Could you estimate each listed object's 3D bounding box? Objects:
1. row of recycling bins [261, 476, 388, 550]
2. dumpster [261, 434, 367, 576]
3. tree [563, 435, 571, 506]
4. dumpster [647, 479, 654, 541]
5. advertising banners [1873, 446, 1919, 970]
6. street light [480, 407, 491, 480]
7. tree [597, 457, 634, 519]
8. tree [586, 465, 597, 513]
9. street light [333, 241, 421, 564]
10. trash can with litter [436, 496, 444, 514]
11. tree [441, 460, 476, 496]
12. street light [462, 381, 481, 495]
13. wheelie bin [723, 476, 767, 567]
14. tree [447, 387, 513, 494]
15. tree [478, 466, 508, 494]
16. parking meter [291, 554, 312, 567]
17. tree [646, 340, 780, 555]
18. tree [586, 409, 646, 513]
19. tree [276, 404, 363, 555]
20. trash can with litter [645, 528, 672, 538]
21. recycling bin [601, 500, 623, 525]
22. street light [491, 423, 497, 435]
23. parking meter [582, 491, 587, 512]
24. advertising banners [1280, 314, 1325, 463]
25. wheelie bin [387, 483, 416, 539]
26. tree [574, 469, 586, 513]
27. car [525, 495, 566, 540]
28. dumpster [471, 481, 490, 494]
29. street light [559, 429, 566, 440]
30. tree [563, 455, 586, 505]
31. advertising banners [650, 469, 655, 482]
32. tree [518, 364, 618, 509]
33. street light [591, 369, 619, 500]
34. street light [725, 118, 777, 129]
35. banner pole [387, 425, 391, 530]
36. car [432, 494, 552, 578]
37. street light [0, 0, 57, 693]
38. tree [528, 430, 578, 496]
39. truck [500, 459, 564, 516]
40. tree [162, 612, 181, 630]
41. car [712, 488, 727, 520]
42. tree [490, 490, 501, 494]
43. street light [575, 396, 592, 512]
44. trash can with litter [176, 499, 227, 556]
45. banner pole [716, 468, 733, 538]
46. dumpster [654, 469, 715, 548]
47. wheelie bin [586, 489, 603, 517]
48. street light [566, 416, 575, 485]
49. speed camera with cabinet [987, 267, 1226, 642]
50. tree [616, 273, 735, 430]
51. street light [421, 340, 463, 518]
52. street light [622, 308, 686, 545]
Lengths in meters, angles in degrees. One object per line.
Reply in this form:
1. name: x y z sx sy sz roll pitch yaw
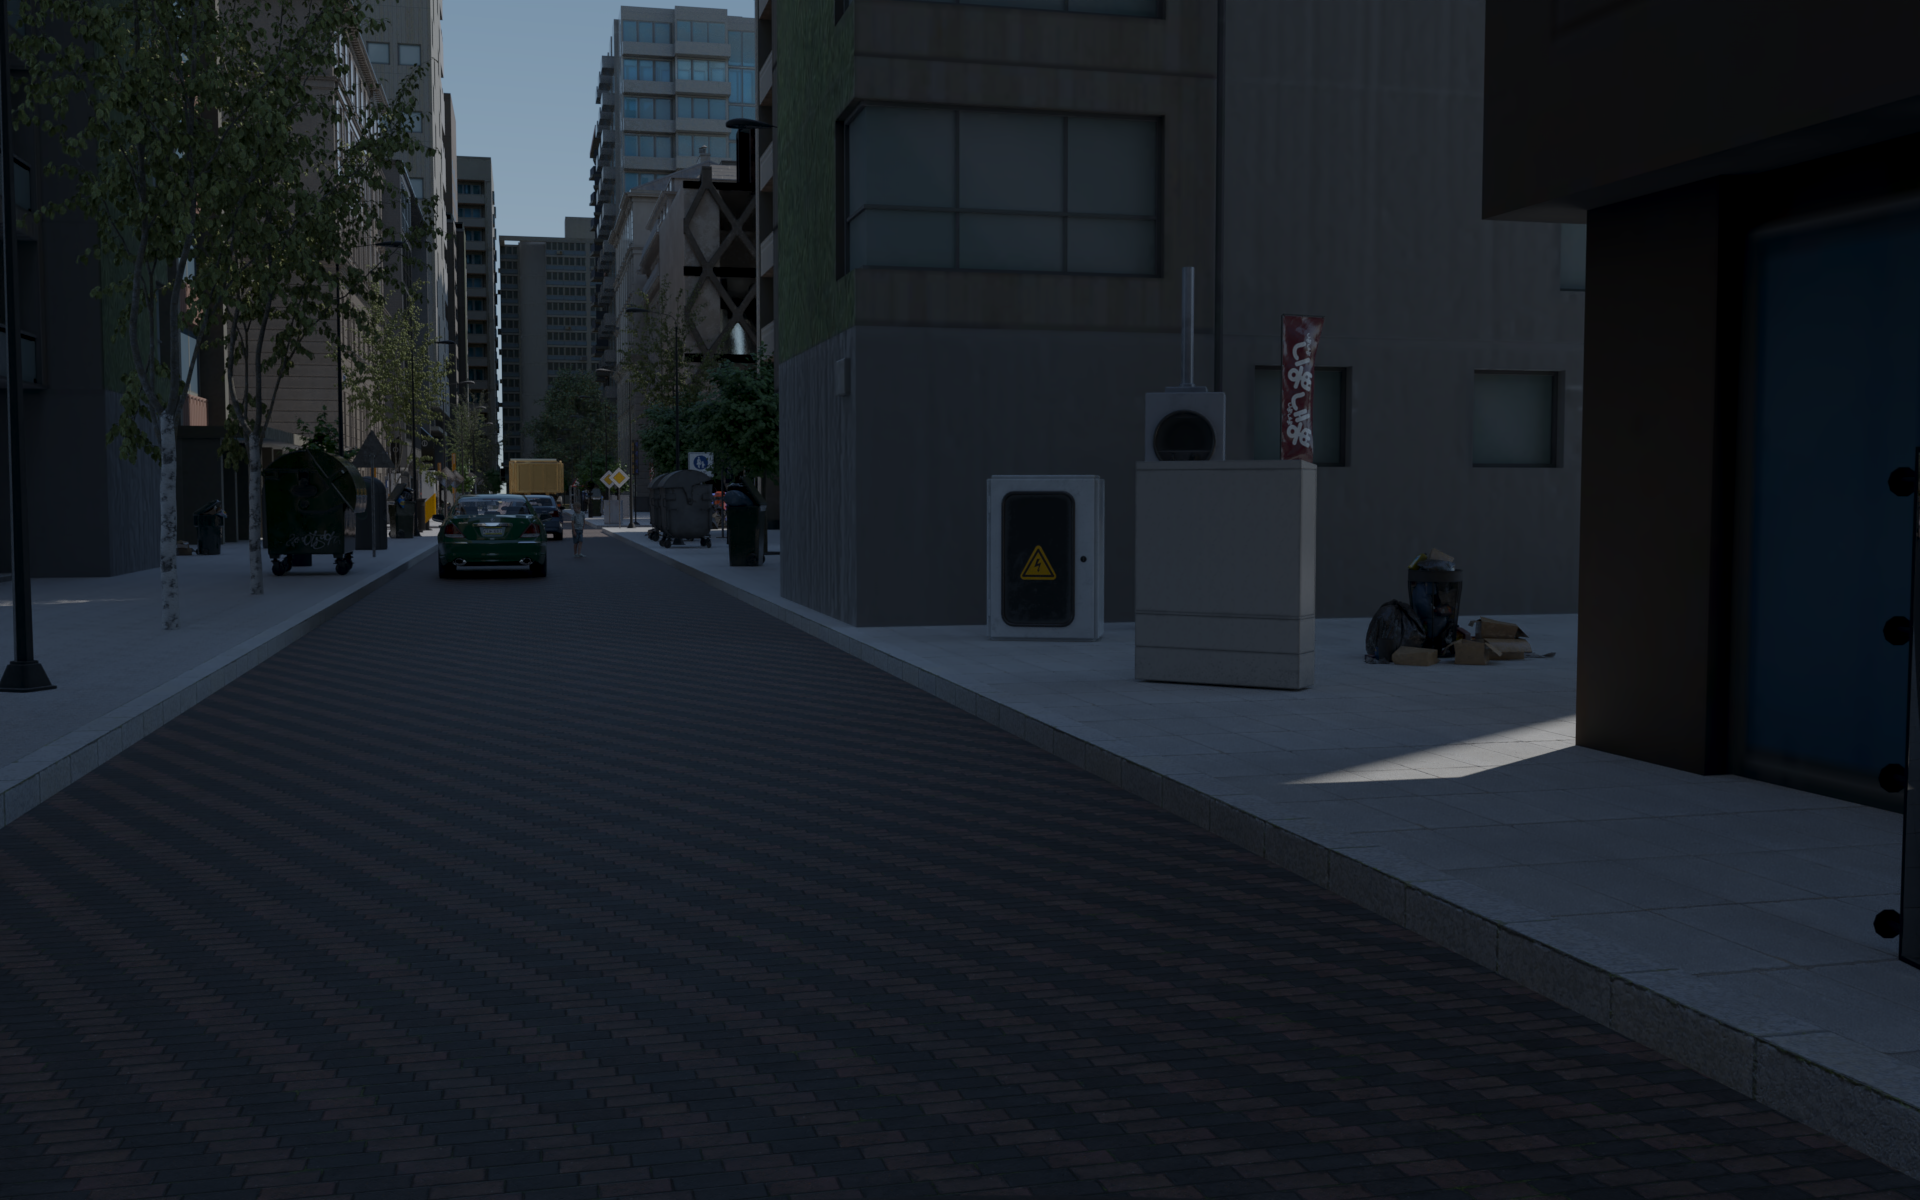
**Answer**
1. row of recycling bins: -14.865 -2.043 40.518 3.534 1.692 1.069 2 4 24
2. dumpster: -10.409 -1.551 27.861 1.502 2.255 1.985 -1 4 -14
3. tree: -39.824 -13.844 176.714 4.360 8.622 3.978 0 3 0
4. dumpster: -7.889 -2.554 47.509 1.264 1.857 1.865 -1 4 -14
5. advertising banners: 2.614 -0.461 3.729 0.090 3.025 2.074 0 4 -1
6. street light: -25.857 -7.304 91.964 1.470 5.913 1.316 -1 4 -14
7. tree: -17.889 -5.898 91.033 1.663 3.219 1.824 0 3 0
8. tree: -21.999 -6.933 107.952 1.663 3.219 1.824 0 3 0
9. street light: -10.801 -3.623 31.783 1.470 5.913 1.316 -1 4 -14
10. trash can with litter: -24.570 -4.322 82.045 0.624 1.170 1.055 2 4 31
11. tree: -30.294 -6.691 104.001 1.663 3.219 1.824 0 3 0
12. street light: -20.632 -6.034 71.196 1.470 5.913 1.316 -1 4 -14
13. wheelie bin: -3.834 -1.404 30.860 0.693 1.594 0.980 0 4 5
14. tree: -33.214 -10.340 119.428 4.360 8.622 3.978 0 3 0
15. tree: -53.132 -13.072 197.440 4.285 4.588 4.351 0 3 0
16. parking meter: -11.709 -1.365 30.728 0.372 1.533 0.369 0 3 0
17. tree: -4.210 -3.263 37.065 4.285 4.588 4.351 0 3 0
18. tree: -8.362 -4.250 53.200 4.285 4.588 4.351 0 3 0
19. tree: -13.523 -2.602 37.141 1.663 3.219 1.824 0 3 0
20. trash can with litter: -8.584 -2.361 49.995 1.055 1.170 0.624 0 4 6
21. recycling bin: -14.667 -3.717 73.325 0.722 1.027 0.722 0 4 -4
22. street light: -31.125 -8.583 112.869 1.470 5.913 1.316 -1 4 -14
23. parking meter: -27.630 -7.282 127.475 0.372 1.533 0.369 0 3 0
24. advertising banners: 2.666 -1.250 16.633 2.074 3.025 0.090 -2 4 -27
25. wheelie bin: -16.173 -2.585 50.170 0.693 1.594 0.980 -3 5 -40
26. tree: -25.046 -7.423 115.962 1.663 3.219 1.824 0 3 0
27. car: -13.524 -2.626 54.939 2.014 1.417 4.499 -1 4 -15
28. dumpster: -35.485 -7.669 127.886 1.502 2.255 1.985 -1 4 -14
29. street light: -27.623 -9.242 123.654 1.470 5.913 1.316 -1 4 -14
30. tree: -25.047 -8.352 120.265 4.285 4.588 4.351 0 3 0
31. advertising banners: -16.559 -6.080 95.591 0.090 3.025 2.074 -3 5 -44
32. tree: -33.988 -14.408 152.573 9.611 12.733 9.660 0 3 0
33. street light: -12.834 -5.629 64.567 1.470 5.913 1.316 -1 4 -14
34. street light: -2.211 -3.006 21.694 1.470 5.913 1.316 -1 4 -14
35. banner pole: -20.343 -4.393 61.846 0.401 3.779 0.863 -1 4 -22
36. car: -8.410 -1.185 31.173 2.131 1.459 4.920 -1 4 -15
37. street light: -5.592 -2.369 11.278 1.470 5.913 1.316 -1 4 -14
38. tree: -47.409 -16.456 203.459 7.601 10.594 8.767 -1 4 -22
39. truck: -23.120 -6.009 94.175 3.469 3.379 9.791 -1 4 -16
40. tree: -7.365 -4.038 16.380 4.737 8.622 4.395 0 3 0
41. car: -8.429 -3.620 68.782 3.694 1.707 1.945 -1 4 -13
42. tree: -56.768 -13.340 212.703 1.663 3.219 1.824 0 3 0
43. street light: -17.309 -6.697 82.044 1.470 5.913 1.316 -1 4 -14
44. trash can with litter: -15.967 -1.522 36.278 1.055 1.170 0.624 -3 5 -43
45. banner pole: -6.829 -3.706 50.615 0.401 3.779 0.863 1 4 22
46. dumpster: -6.568 -2.190 41.566 1.264 1.857 1.865 -1 4 -14
47. wheelie bin: -20.808 -5.538 98.449 0.980 1.594 0.693 -2 4 -31
48. street light: -22.431 -7.967 102.802 1.470 5.913 1.316 -1 4 -14
49. speed camera with cabinet: 1.279 -1.272 15.133 2.038 3.252 0.660 1 4 10
50. tree: -9.769 -6.640 58.925 4.737 8.622 4.395 0 3 0
51. street light: -15.946 -4.882 52.355 1.470 5.913 1.316 -1 4 -14
52. street light: -7.638 -4.336 43.440 1.470 5.913 1.316 -1 4 -14
